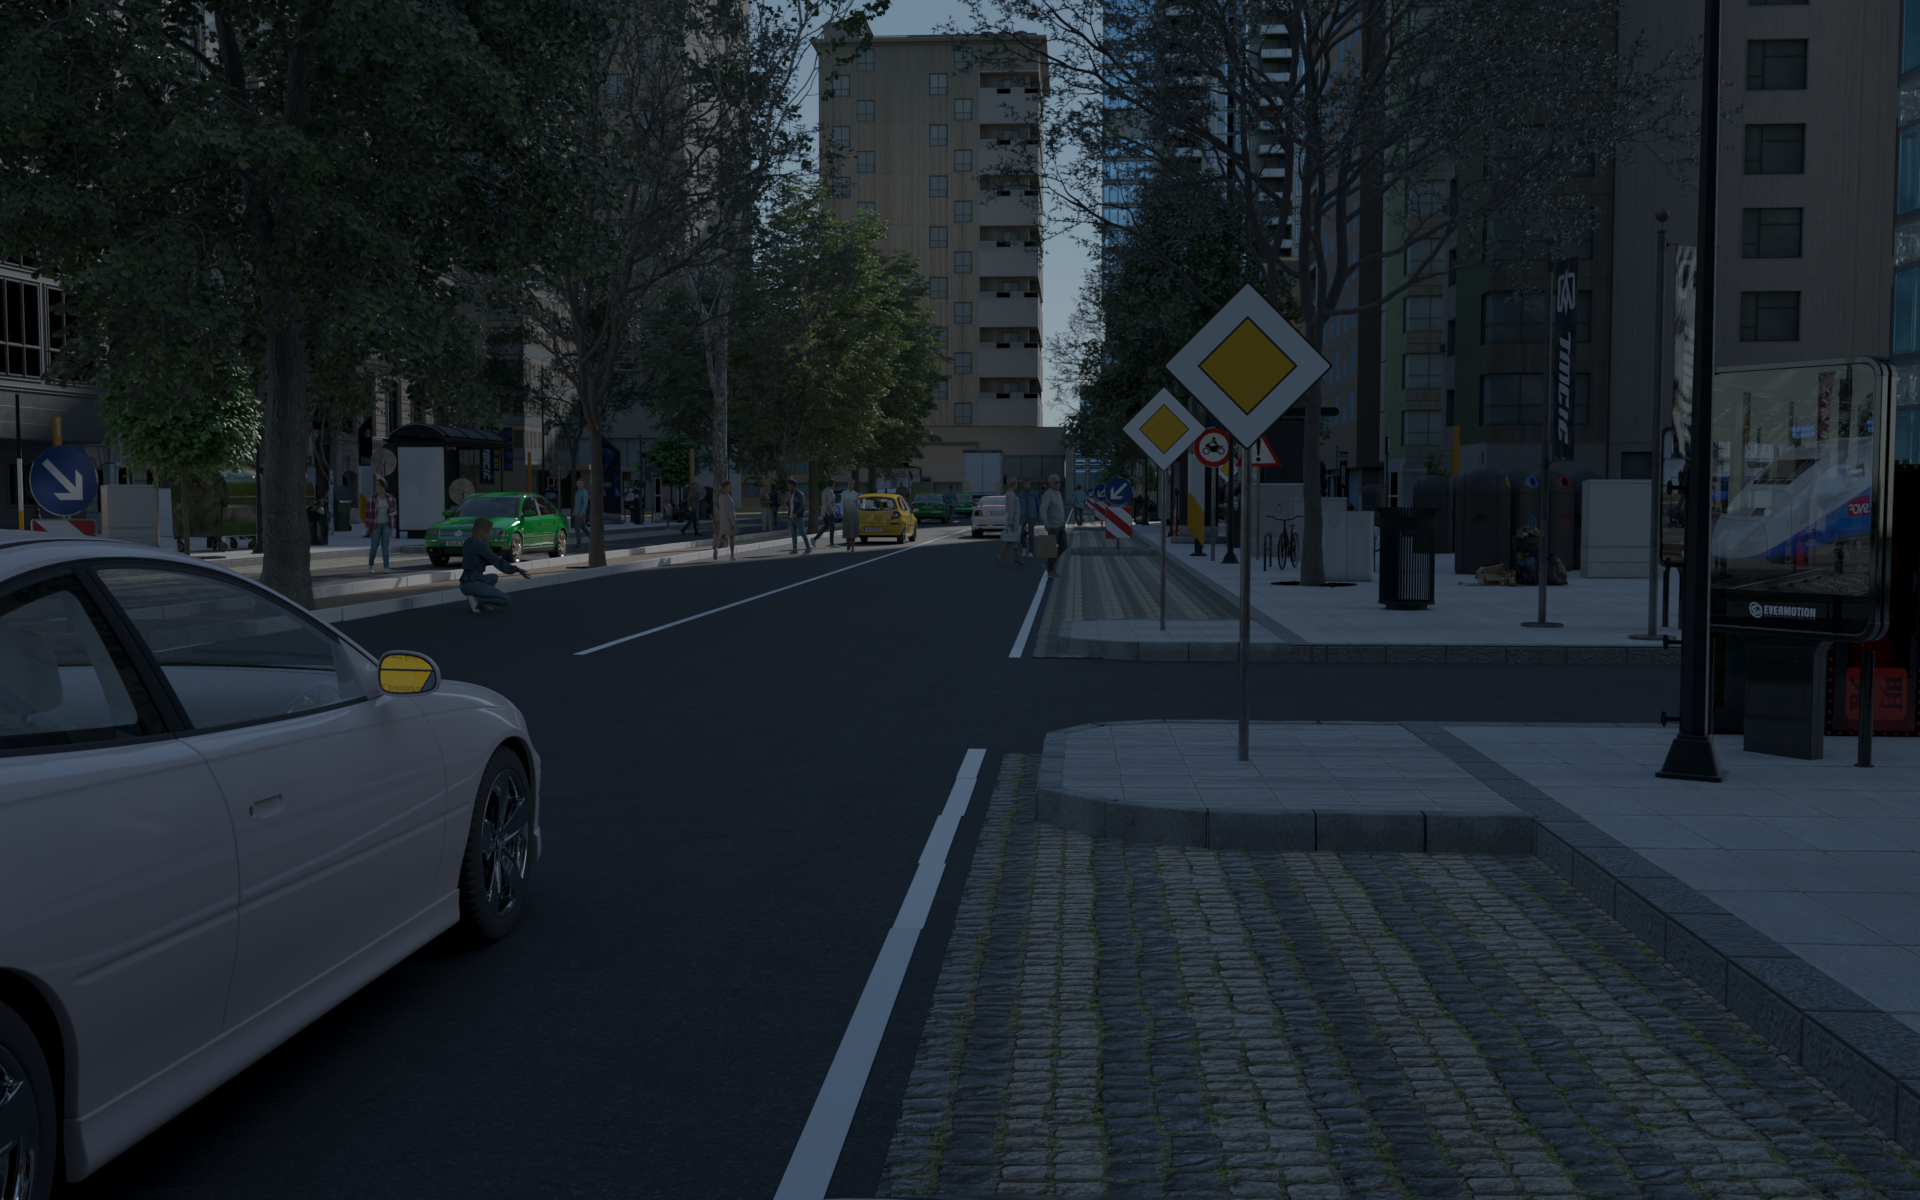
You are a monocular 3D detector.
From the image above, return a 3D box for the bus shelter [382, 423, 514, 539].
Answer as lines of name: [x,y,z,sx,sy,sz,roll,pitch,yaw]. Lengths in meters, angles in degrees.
bus shelter: [-15.254,-3.553,52.021,2.014,3.302,5.546,0,4,4]

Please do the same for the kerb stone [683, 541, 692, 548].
kerb stone: [-7.332,-1.438,45.775,0.120,0.150,1.000,0,4,4]

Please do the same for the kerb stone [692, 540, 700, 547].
kerb stone: [-7.271,-1.499,46.806,0.120,0.150,1.000,0,4,4]

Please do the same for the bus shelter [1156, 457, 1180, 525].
bus shelter: [8.656,-4.547,68.263,2.014,3.302,5.546,0,4,4]

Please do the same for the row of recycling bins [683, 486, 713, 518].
row of recycling bins: [-13.711,-5.159,91.470,1.069,1.692,3.534,1,4,11]

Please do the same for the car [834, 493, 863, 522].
car: [-5.603,-4.856,88.995,1.945,1.707,3.694,0,4,3]

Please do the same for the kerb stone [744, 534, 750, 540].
kerb stone: [-6.780,-1.942,53.949,0.120,0.150,1.000,0,4,4]

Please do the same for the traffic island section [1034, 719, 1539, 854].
traffic island section: [1.386,0.852,8.355,2.009,0.180,2.903,0,4,4]

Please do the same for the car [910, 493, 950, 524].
car: [-1.444,-4.648,84.798,1.959,1.807,4.718,0,4,4]

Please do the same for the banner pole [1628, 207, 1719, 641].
banner pole: [6.346,-1.547,15.317,0.863,3.779,0.401,-1,4,-23]

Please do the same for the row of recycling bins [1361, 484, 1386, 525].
row of recycling bins: [17.510,-4.008,72.650,1.069,1.692,3.534,1,4,21]

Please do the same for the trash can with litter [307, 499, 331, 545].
trash can with litter: [-16.292,-1.952,43.298,1.055,1.170,0.624,0,4,5]

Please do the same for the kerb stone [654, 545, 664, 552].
kerb stone: [-7.547,-1.255,42.707,0.120,0.150,1.000,0,4,4]

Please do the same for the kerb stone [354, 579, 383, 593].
kerb stone: [-8.729,-0.191,25.311,0.120,0.150,1.000,0,4,4]

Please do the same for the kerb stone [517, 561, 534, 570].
kerb stone: [-8.248,-0.620,32.476,0.120,0.150,1.000,0,4,4]

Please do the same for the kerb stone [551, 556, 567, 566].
kerb stone: [-8.096,-0.754,34.528,0.120,0.150,1.000,0,4,4]

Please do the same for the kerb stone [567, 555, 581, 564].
kerb stone: [-8.036,-0.816,35.548,0.120,0.150,1.000,0,4,4]

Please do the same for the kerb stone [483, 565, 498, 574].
kerb stone: [-8.381,-0.504,30.429,0.120,0.150,1.000,0,4,4]

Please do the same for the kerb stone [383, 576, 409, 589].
kerb stone: [-8.665,-0.248,26.333,0.120,0.150,1.000,0,4,4]

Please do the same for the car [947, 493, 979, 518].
car: [0.108,-5.798,103.597,1.959,1.807,4.718,0,4,3]

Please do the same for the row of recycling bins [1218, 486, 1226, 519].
row of recycling bins: [12.882,-4.712,84.151,1.069,1.692,3.534,-3,5,-42]

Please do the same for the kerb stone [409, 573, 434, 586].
kerb stone: [-8.589,-0.316,27.354,0.120,0.150,1.000,0,4,4]

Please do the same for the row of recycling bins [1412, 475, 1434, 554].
row of recycling bins: [11.350,-1.912,38.367,3.534,1.692,1.069,-3,4,-38]

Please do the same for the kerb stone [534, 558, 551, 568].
kerb stone: [-8.172,-0.691,33.500,0.120,0.150,1.000,0,4,4]

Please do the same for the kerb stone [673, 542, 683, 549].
kerb stone: [-7.405,-1.380,44.750,0.120,0.150,1.000,0,4,4]

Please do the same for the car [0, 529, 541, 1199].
car: [-2.459,0.502,4.158,2.083,1.381,4.827,0,4,3]

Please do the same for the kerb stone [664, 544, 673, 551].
kerb stone: [-7.475,-1.315,43.728,0.120,0.150,1.000,0,4,4]

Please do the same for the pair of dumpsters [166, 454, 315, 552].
pair of dumpsters: [-16.622,-2.300,40.103,1.574,2.255,4.437,0,4,4]

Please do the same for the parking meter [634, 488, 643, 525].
parking meter: [-13.568,-3.955,73.075,0.372,1.533,0.369,0,3,0]

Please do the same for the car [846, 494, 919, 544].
car: [-2.283,-2.497,51.049,2.015,1.641,3.980,0,4,6]

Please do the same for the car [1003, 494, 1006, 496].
car: [3.502,-8.647,153.169,2.131,1.459,4.920,0,4,3]

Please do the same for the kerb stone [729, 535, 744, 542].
kerb stone: [-6.847,-1.880,52.929,0.120,0.150,1.000,0,4,4]

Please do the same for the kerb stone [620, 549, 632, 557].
kerb stone: [-7.756,-1.067,39.637,0.120,0.150,1.000,0,4,4]

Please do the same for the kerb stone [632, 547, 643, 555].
kerb stone: [-7.679,-1.129,40.657,0.120,0.150,1.000,0,4,4]

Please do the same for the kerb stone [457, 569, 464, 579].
kerb stone: [-8.447,-0.441,29.405,0.120,0.150,1.000,0,4,4]

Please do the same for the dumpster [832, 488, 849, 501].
dumpster: [-7.676,-6.526,114.922,1.865,1.857,1.264,0,4,4]

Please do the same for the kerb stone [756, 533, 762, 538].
kerb stone: [-6.636,-2.067,55.988,0.120,0.150,1.000,0,4,4]

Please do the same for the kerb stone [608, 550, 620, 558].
kerb stone: [-7.820,-1.004,38.617,0.120,0.150,1.000,0,4,4]

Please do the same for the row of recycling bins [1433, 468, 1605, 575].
row of recycling bins: [9.419,-1.315,28.621,3.534,1.692,1.069,-3,4,-37]

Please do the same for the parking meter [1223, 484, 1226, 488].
parking meter: [13.450,-4.983,87.181,0.399,1.863,0.255,2,4,35]

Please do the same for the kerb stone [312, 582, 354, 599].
kerb stone: [-8.798,-0.128,24.288,0.120,0.150,1.000,0,4,4]

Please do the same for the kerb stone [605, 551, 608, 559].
kerb stone: [-7.900,-0.942,37.598,0.120,0.150,1.000,0,4,4]

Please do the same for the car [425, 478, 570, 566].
car: [-9.578,-1.668,36.062,1.959,1.807,4.718,0,4,6]

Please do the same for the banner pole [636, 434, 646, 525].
banner pole: [-13.209,-5.019,72.076,0.401,3.779,0.863,-2,4,-30]

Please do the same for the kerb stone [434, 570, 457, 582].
kerb stone: [-8.523,-0.378,28.381,0.120,0.150,1.000,0,4,4]

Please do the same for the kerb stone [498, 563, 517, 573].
kerb stone: [-8.311,-0.566,31.455,0.120,0.150,1.000,0,4,4]

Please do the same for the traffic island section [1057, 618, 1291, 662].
traffic island section: [1.930,0.364,16.322,2.009,0.180,2.903,0,4,4]

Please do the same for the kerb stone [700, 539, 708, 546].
kerb stone: [-7.195,-1.567,47.825,0.120,0.150,1.000,0,4,4]

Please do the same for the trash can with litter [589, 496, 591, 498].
trash can with litter: [-19.689,-4.926,91.600,1.678,1.210,2.233,1,4,14]

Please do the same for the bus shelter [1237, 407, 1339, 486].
bus shelter: [8.382,-4.181,45.991,2.179,5.291,8.768,0,4,4]

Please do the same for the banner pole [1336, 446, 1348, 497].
banner pole: [19.651,-6.080,89.429,0.863,3.779,0.401,-1,4,-19]

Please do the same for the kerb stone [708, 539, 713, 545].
kerb stone: [-7.128,-1.626,48.846,0.120,0.150,1.000,0,4,4]

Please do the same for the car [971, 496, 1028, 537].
car: [1.381,-2.840,58.799,2.083,1.381,4.827,0,4,3]

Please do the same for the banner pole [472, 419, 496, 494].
banner pole: [-15.398,-4.021,55.768,0.863,3.779,0.401,-1,4,-18]

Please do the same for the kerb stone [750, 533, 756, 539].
kerb stone: [-6.705,-2.004,54.968,0.120,0.150,1.000,0,4,4]

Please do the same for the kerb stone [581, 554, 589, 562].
kerb stone: [-7.964,-0.879,36.571,0.120,0.150,1.000,0,4,4]

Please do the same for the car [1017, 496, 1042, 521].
car: [3.696,-5.056,95.251,1.945,1.354,3.894,0,4,4]

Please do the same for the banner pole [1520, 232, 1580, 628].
banner pole: [5.665,-1.617,16.455,0.401,3.779,0.863,0,4,-5]

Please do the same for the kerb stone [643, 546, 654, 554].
kerb stone: [-7.608,-1.191,41.686,0.120,0.150,1.000,0,4,4]
